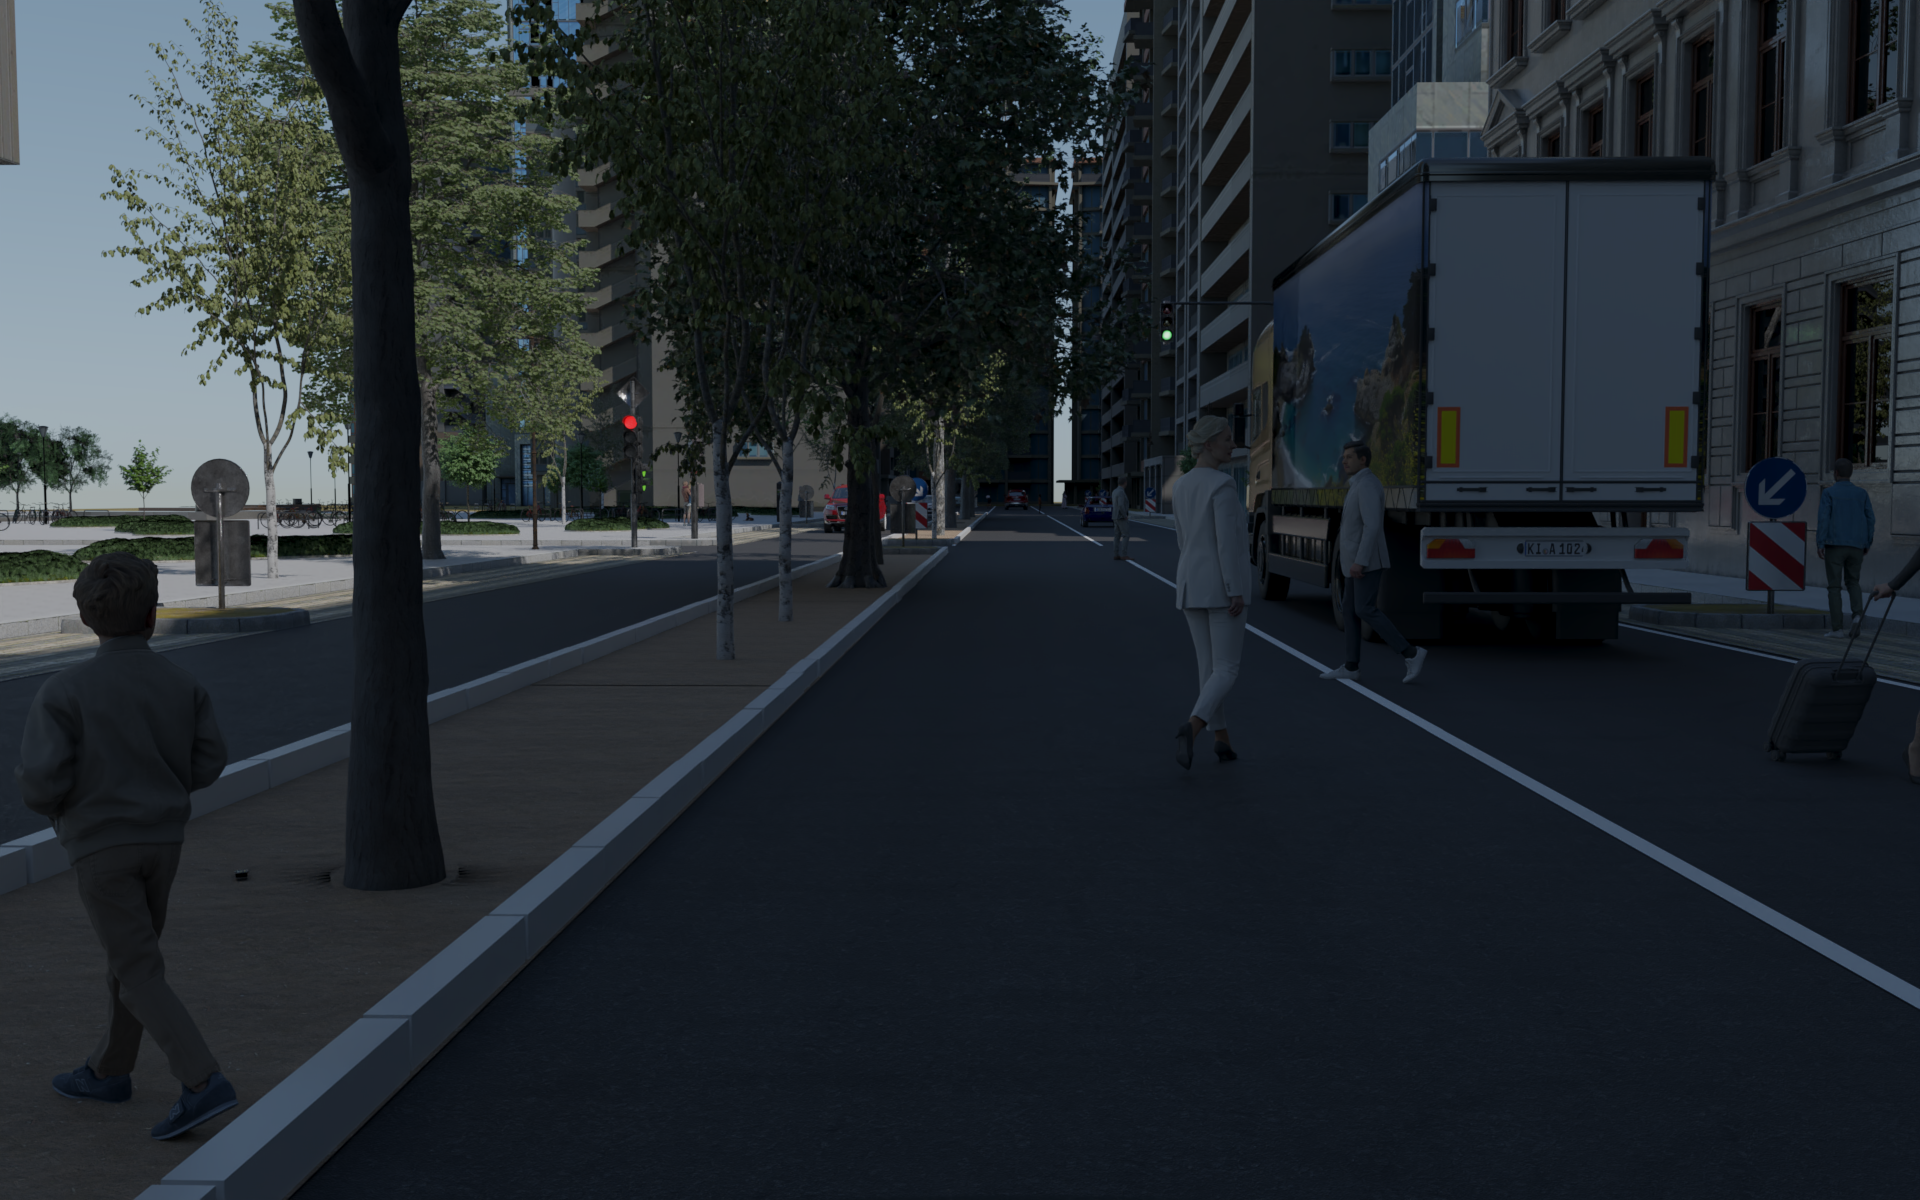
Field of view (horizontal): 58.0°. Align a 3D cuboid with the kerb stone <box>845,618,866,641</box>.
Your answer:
[{"bbox_3d":[-1.053,0.315,17.052,0.120,0.150,1.000,0,4,2],"label":"kerb stone"}]

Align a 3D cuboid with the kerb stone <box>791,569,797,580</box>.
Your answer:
[{"bbox_3d":[-2.837,-0.376,28.362,0.120,0.150,1.000,0,4,2],"label":"kerb stone"}]

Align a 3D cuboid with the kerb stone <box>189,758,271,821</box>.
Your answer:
[{"bbox_3d":[-3.408,0.877,7.854,0.120,0.150,1.000,0,4,2],"label":"kerb stone"}]

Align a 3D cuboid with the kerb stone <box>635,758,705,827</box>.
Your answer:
[{"bbox_3d":[-1.315,0.878,7.834,0.120,0.150,1.000,0,4,2],"label":"kerb stone"}]

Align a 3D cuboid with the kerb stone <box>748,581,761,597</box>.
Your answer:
[{"bbox_3d":[-2.954,-0.123,24.235,0.120,0.150,1.000,0,4,2],"label":"kerb stone"}]

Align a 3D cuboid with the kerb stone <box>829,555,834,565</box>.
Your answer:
[{"bbox_3d":[-2.665,-0.753,34.502,0.120,0.150,1.000,0,4,2],"label":"kerb stone"}]

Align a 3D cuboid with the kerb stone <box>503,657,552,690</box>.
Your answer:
[{"bbox_3d":[-3.269,0.564,12.970,0.120,0.150,1.000,0,4,2],"label":"kerb stone"}]

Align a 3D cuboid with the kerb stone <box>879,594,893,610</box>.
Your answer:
[{"bbox_3d":[-0.941,0.064,21.150,0.120,0.150,1.000,0,4,2],"label":"kerb stone"}]

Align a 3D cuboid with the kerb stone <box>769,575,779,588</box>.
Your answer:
[{"bbox_3d":[-2.892,-0.248,26.299,0.120,0.150,1.000,0,4,2],"label":"kerb stone"}]

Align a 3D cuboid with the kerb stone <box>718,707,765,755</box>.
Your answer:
[{"bbox_3d":[-1.257,0.761,9.880,0.120,0.150,1.000,0,4,2],"label":"kerb stone"}]

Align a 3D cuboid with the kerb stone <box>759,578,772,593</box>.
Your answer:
[{"bbox_3d":[-2.915,-0.188,25.263,0.120,0.150,1.000,0,4,2],"label":"kerb stone"}]

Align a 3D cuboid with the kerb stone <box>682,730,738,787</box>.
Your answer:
[{"bbox_3d":[-1.285,0.820,8.856,0.120,0.150,1.000,0,4,2],"label":"kerb stone"}]

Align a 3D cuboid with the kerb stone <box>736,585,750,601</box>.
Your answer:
[{"bbox_3d":[-2.987,-0.062,23.213,0.120,0.150,1.000,0,4,2],"label":"kerb stone"}]

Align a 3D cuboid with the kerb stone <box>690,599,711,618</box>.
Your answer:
[{"bbox_3d":[-3.075,0.126,20.144,0.120,0.150,1.000,0,4,2],"label":"kerb stone"}]

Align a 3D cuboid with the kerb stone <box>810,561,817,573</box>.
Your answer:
[{"bbox_3d":[-2.753,-0.565,31.431,0.120,0.150,1.000,0,4,2],"label":"kerb stone"}]

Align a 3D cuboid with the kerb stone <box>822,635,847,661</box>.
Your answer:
[{"bbox_3d":[-1.110,0.440,15.006,0.120,0.150,1.000,0,4,2],"label":"kerb stone"}]

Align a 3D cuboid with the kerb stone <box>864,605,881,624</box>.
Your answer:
[{"bbox_3d":[-0.995,0.189,19.104,0.120,0.150,1.000,0,4,2],"label":"kerb stone"}]

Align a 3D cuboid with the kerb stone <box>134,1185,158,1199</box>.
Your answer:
[{"bbox_3d":[-1.454,1.191,2.719,0.120,0.150,1.000,0,4,2],"label":"kerb stone"}]

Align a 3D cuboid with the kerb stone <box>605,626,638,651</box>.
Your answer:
[{"bbox_3d":[-3.177,0.376,16.052,0.120,0.150,1.000,0,4,2],"label":"kerb stone"}]

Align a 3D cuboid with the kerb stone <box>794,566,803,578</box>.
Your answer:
[{"bbox_3d":[-2.819,-0.437,29.385,0.120,0.150,1.000,0,4,2],"label":"kerb stone"}]

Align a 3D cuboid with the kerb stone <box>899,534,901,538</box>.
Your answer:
[{"bbox_3d":[-2.076,-2.040,55.551,0.120,0.150,1.000,0,4,2],"label":"kerb stone"}]

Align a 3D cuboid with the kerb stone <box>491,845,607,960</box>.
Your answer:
[{"bbox_3d":[-1.365,1.003,5.790,0.120,0.150,1.000,0,4,2],"label":"kerb stone"}]

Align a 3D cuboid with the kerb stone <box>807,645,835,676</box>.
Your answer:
[{"bbox_3d":[-1.138,0.502,13.984,0.120,0.150,1.000,0,4,2],"label":"kerb stone"}]

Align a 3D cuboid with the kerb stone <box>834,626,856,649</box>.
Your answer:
[{"bbox_3d":[-1.087,0.379,16.030,0.120,0.150,1.000,0,4,2],"label":"kerb stone"}]

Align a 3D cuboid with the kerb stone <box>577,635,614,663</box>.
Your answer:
[{"bbox_3d":[-3.200,0.439,15.019,0.120,0.150,1.000,0,4,2],"label":"kerb stone"}]

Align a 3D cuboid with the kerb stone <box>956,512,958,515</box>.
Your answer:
[{"bbox_3d":[-0.188,-6.175,123.162,0.120,0.150,1.000,0,4,2],"label":"kerb stone"}]

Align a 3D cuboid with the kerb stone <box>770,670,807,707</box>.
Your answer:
[{"bbox_3d":[-1.193,0.628,11.927,0.120,0.150,1.000,0,4,2],"label":"kerb stone"}]

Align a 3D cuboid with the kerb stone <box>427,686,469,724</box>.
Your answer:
[{"bbox_3d":[-3.329,0.689,10.925,0.120,0.150,1.000,0,4,2],"label":"kerb stone"}]

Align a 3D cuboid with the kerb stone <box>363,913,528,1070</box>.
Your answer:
[{"bbox_3d":[-1.396,1.066,4.768,0.120,0.150,1.000,0,4,2],"label":"kerb stone"}]

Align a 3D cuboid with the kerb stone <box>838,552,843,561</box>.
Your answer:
[{"bbox_3d":[-2.611,-0.876,36.549,0.120,0.150,1.000,0,4,2],"label":"kerb stone"}]

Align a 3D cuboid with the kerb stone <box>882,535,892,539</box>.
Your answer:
[{"bbox_3d":[-2.188,-1.786,51.462,0.120,0.150,1.000,0,4,2],"label":"kerb stone"}]

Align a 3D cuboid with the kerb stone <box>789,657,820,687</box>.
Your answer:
[{"bbox_3d":[-1.179,0.566,12.949,0.120,0.150,1.000,0,4,2],"label":"kerb stone"}]

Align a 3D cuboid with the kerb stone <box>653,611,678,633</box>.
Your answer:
[{"bbox_3d":[-3.124,0.251,18.095,0.120,0.150,1.000,0,4,2],"label":"kerb stone"}]

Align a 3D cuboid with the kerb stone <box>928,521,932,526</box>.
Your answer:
[{"bbox_3d":[-1.333,-3.667,82.155,0.120,0.150,1.000,0,4,2],"label":"kerb stone"}]

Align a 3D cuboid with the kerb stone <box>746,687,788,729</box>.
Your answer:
[{"bbox_3d":[-1.224,0.693,10.906,0.120,0.150,1.000,0,4,2],"label":"kerb stone"}]

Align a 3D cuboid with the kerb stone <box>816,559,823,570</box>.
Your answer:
[{"bbox_3d":[-2.726,-0.618,32.458,0.120,0.150,1.000,0,4,2],"label":"kerb stone"}]

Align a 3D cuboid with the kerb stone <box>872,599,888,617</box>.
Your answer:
[{"bbox_3d":[-0.967,0.127,20.126,0.120,0.150,1.000,0,4,2],"label":"kerb stone"}]

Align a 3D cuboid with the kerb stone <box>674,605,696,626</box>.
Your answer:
[{"bbox_3d":[-3.091,0.188,19.118,0.120,0.150,1.000,0,4,2],"label":"kerb stone"}]

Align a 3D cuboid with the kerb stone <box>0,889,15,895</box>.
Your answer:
[{"bbox_3d":[-3.472,1.006,5.805,0.120,0.150,1.000,0,4,2],"label":"kerb stone"}]

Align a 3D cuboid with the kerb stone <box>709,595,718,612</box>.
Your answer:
[{"bbox_3d":[-3.040,0.066,21.165,0.120,0.150,1.000,0,4,2],"label":"kerb stone"}]

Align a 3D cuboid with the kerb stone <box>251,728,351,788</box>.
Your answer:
[{"bbox_3d":[-3.379,0.814,8.879,0.120,0.150,1.000,0,4,2],"label":"kerb stone"}]

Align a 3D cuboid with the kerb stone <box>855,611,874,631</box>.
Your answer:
[{"bbox_3d":[-1.024,0.252,18.074,0.120,0.150,1.000,0,4,2],"label":"kerb stone"}]

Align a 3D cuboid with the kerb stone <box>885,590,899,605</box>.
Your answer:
[{"bbox_3d":[-0.909,0.001,22.171,0.120,0.150,1.000,0,4,2],"label":"kerb stone"}]

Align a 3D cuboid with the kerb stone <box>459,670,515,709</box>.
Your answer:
[{"bbox_3d":[-3.293,0.630,11.948,0.120,0.150,1.000,0,4,2],"label":"kerb stone"}]

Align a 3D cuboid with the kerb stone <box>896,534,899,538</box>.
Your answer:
[{"bbox_3d":[-2.104,-1.978,54.529,0.120,0.150,1.000,0,4,2],"label":"kerb stone"}]

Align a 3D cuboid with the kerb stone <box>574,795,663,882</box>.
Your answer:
[{"bbox_3d":[-1.340,0.941,6.812,0.120,0.150,1.000,0,4,2],"label":"kerb stone"}]

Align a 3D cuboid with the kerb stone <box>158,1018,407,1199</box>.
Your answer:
[{"bbox_3d":[-1.421,1.129,3.741,0.120,0.150,1.000,0,4,2],"label":"kerb stone"}]

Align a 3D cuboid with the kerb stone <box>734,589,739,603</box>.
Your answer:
[{"bbox_3d":[-3.008,0.000,22.188,0.120,0.150,1.000,0,4,2],"label":"kerb stone"}]

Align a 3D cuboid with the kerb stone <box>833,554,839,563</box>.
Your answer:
[{"bbox_3d":[-2.639,-0.811,35.524,0.120,0.150,1.000,0,4,2],"label":"kerb stone"}]

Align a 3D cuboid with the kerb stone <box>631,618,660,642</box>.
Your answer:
[{"bbox_3d":[-3.146,0.315,17.073,0.120,0.150,1.000,0,4,2],"label":"kerb stone"}]

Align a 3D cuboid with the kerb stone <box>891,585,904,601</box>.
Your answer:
[{"bbox_3d":[-0.870,-0.061,23.198,0.120,0.150,1.000,0,4,2],"label":"kerb stone"}]

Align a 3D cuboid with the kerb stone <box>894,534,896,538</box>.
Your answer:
[{"bbox_3d":[-2.134,-1.915,53.507,0.120,0.150,1.000,0,4,2],"label":"kerb stone"}]

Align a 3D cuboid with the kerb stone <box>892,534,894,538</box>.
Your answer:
[{"bbox_3d":[-2.163,-1.851,52.484,0.120,0.150,1.000,0,4,2],"label":"kerb stone"}]

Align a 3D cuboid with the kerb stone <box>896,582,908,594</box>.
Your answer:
[{"bbox_3d":[-0.857,-0.122,24.220,0.120,0.150,1.000,0,4,2],"label":"kerb stone"}]

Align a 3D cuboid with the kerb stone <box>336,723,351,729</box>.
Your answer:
[{"bbox_3d":[-3.357,0.752,9.901,0.120,0.150,1.000,0,4,2],"label":"kerb stone"}]

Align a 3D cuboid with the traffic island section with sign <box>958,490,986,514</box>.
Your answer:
[{"bbox_3d":[0.901,-7.094,124.126,2.006,1.907,1.989,0,4,2],"label":"traffic island section with sign"}]

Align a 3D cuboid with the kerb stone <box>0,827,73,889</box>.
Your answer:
[{"bbox_3d":[-3.432,0.940,6.826,0.120,0.150,1.000,0,4,2],"label":"kerb stone"}]

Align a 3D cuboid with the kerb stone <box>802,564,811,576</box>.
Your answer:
[{"bbox_3d":[-2.786,-0.502,30.410,0.120,0.150,1.000,0,4,2],"label":"kerb stone"}]

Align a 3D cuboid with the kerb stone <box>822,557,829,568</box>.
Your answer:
[{"bbox_3d":[-2.694,-0.690,33.479,0.120,0.150,1.000,0,4,2],"label":"kerb stone"}]

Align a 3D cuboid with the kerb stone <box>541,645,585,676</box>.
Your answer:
[{"bbox_3d":[-3.237,0.501,13.998,0.120,0.150,1.000,0,4,2],"label":"kerb stone"}]
